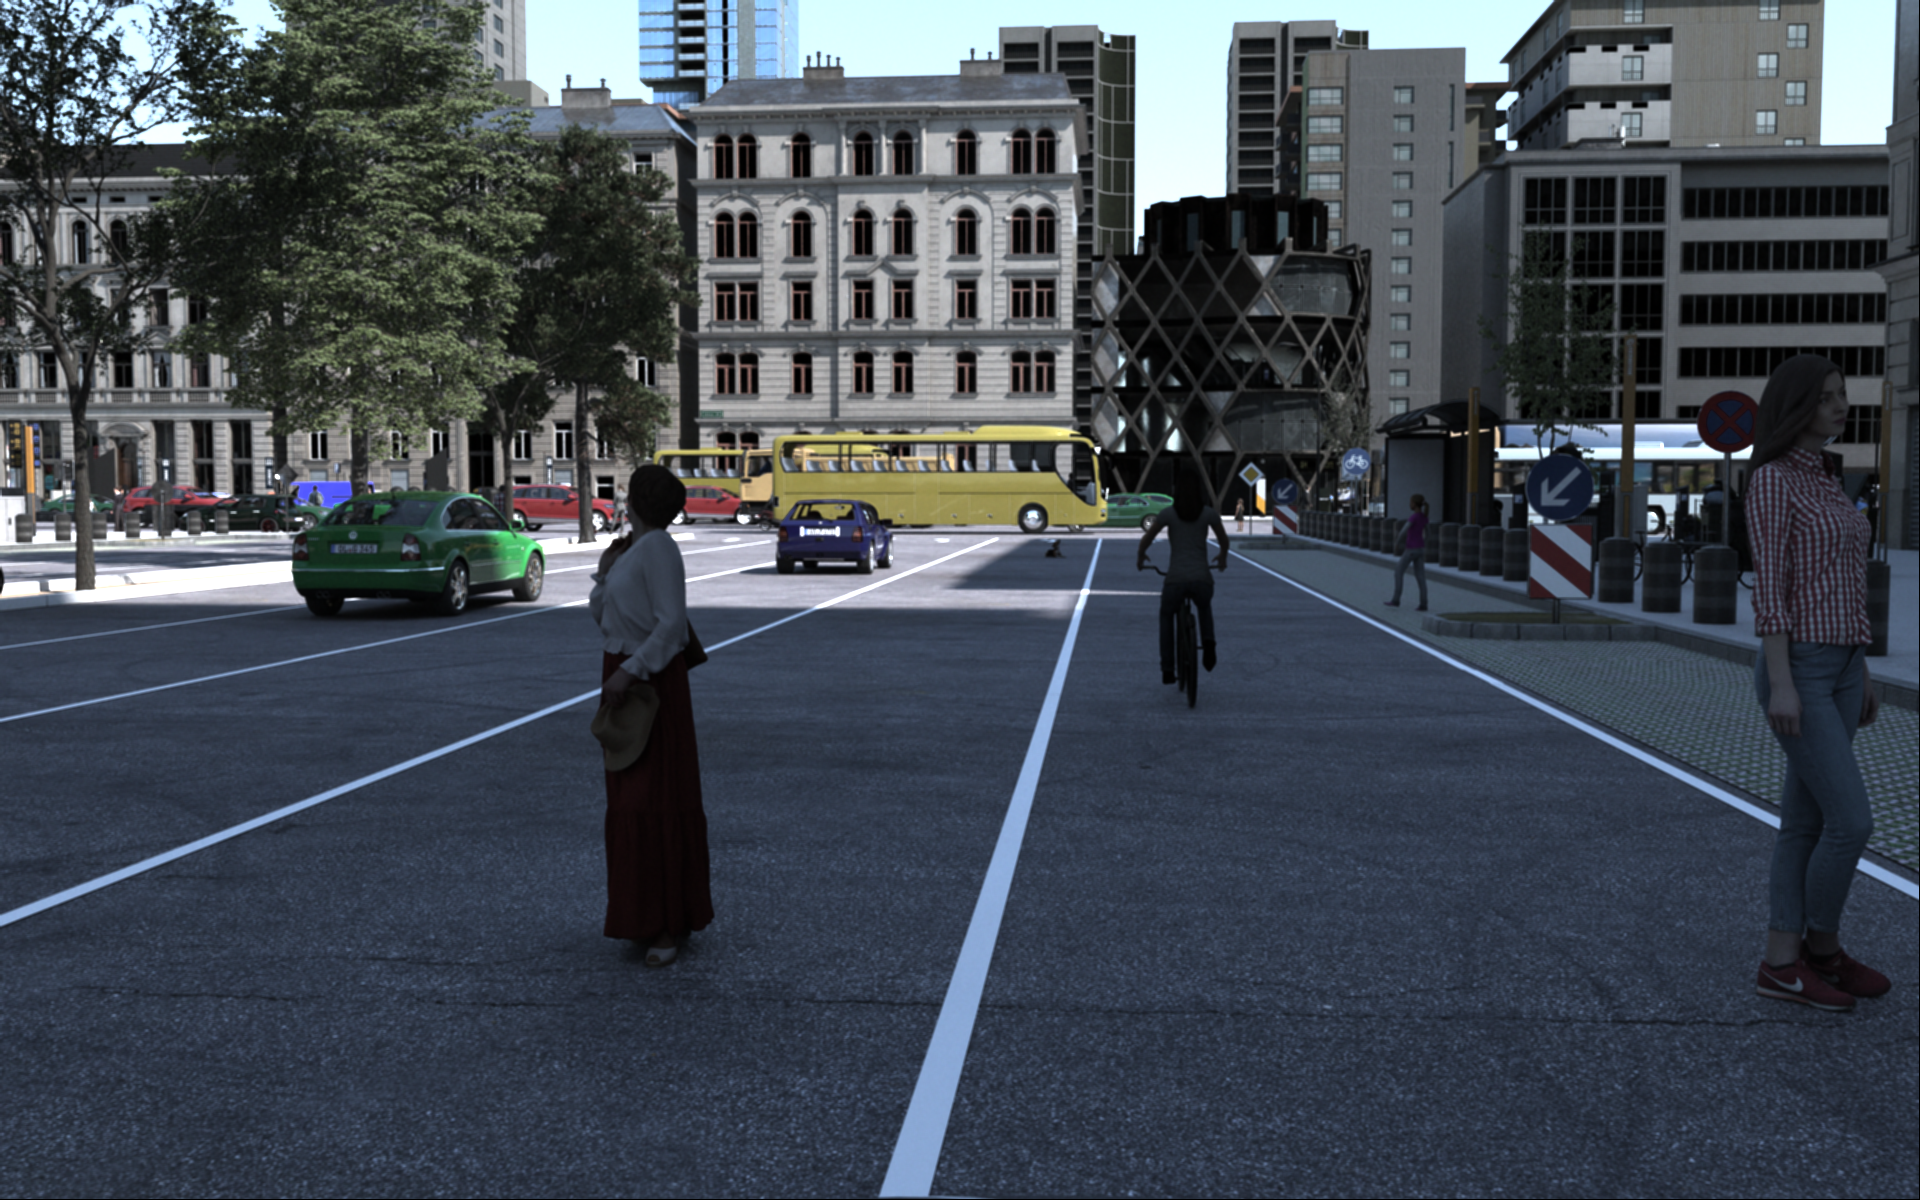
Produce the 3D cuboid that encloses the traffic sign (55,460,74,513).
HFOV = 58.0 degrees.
[{"bbox_3d":[-26.936,-3.056,52.102,0.606,2.300,0.079,0,4,7],"label":"traffic sign"}]

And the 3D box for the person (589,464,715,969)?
[{"bbox_3d":[-0.968,0.339,5.419,0.387,1.526,0.523,-1,4,-15],"label":"person"}]

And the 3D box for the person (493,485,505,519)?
[{"bbox_3d":[-14.481,-2.782,54.816,0.563,1.720,0.643,0,4,3],"label":"person"}]

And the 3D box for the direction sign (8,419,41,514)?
[{"bbox_3d":[-28.449,-3.715,52.735,0.379,3.537,0.876,3,5,42],"label":"direction sign"}]

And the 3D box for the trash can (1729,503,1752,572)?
[{"bbox_3d":[13.130,-1.049,28.812,0.748,1.137,0.748,0,3,0],"label":"trash can"}]

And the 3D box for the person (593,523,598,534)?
[{"bbox_3d":[-13.300,-3.118,62.020,0.480,1.512,0.613,3,5,42],"label":"person"}]

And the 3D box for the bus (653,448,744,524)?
[{"bbox_3d":[-8.647,-5.674,84.321,12.252,3.916,2.896,0,4,4],"label":"bus"}]

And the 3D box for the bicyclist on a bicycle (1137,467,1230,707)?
[{"bbox_3d":[1.580,-0.127,12.105,1.499,1.676,1.625,0,4,4],"label":"bicyclist on a bicycle"}]

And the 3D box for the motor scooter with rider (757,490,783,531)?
[{"bbox_3d":[-6.971,-3.599,67.810,1.986,1.779,0.876,0,4,4],"label":"motor scooter with rider"}]

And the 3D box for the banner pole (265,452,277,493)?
[{"bbox_3d":[-41.131,-6.947,103.592,0.863,3.779,0.401,0,4,-3],"label":"banner pole"}]

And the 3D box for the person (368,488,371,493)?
[{"bbox_3d":[-27.811,-4.406,81.481,0.436,1.711,0.756,-3,5,-40],"label":"person"}]

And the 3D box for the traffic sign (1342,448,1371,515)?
[{"bbox_3d":[10.881,-2.903,47.568,0.768,2.556,0.104,1,4,14],"label":"traffic sign"}]

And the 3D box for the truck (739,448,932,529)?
[{"bbox_3d":[-5.203,-4.720,73.098,9.791,3.379,3.469,0,4,5],"label":"truck"}]

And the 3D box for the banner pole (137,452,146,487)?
[{"bbox_3d":[-48.449,-6.886,102.610,0.863,3.779,0.401,2,4,27],"label":"banner pole"}]

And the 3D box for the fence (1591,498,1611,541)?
[{"bbox_3d":[14.452,-1.752,39.852,0.480,1.192,2.264,0,4,-7],"label":"fence"}]

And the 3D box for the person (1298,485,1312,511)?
[{"bbox_3d":[16.157,-4.427,80.655,0.755,1.850,0.659,0,4,-8],"label":"person"}]

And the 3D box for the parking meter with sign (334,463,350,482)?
[{"bbox_3d":[-34.580,-6.249,98.427,0.543,3.016,1.738,3,5,43],"label":"parking meter with sign"}]

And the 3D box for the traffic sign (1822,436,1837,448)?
[{"bbox_3d":[9.854,-1.228,20.184,0.768,2.556,0.104,0,4,8],"label":"traffic sign"}]

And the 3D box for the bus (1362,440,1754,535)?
[{"bbox_3d":[19.923,-3.932,59.150,13.247,3.499,2.948,0,4,6],"label":"bus"}]

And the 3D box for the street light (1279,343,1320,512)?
[{"bbox_3d":[10.467,-4.935,53.227,1.470,5.913,1.316,0,4,5],"label":"street light"}]

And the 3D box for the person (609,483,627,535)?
[{"bbox_3d":[-11.661,-3.070,58.965,0.573,1.790,0.520,2,4,34],"label":"person"}]

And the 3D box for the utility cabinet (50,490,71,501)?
[{"bbox_3d":[-53.264,-5.751,102.709,0.318,1.500,1.173,2,4,31],"label":"utility cabinet"}]

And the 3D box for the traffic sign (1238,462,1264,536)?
[{"bbox_3d":[8.991,-3.052,53.547,0.795,2.450,0.064,0,4,5],"label":"traffic sign"}]

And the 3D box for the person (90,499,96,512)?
[{"bbox_3d":[-42.478,-4.351,84.660,0.505,1.210,0.382,-1,4,-14],"label":"person"}]

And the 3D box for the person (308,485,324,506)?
[{"bbox_3d":[-28.665,-4.185,76.916,0.794,1.824,0.713,0,4,-7],"label":"person"}]

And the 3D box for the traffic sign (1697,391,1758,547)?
[{"bbox_3d":[9.508,-1.307,21.479,0.768,2.556,0.104,1,4,9],"label":"traffic sign"}]

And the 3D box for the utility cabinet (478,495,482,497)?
[{"bbox_3d":[-26.998,-5.178,95.822,1.020,1.237,0.306,0,4,-3],"label":"utility cabinet"}]

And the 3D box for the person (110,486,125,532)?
[{"bbox_3d":[-30.121,-3.219,61.938,0.445,1.727,0.742,-1,4,-22],"label":"person"}]

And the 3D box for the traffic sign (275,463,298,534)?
[{"bbox_3d":[-21.880,-3.220,56.295,0.795,2.450,0.064,0,4,5],"label":"traffic sign"}]

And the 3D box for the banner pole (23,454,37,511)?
[{"bbox_3d":[-51.346,-6.466,95.735,0.401,3.779,0.863,2,4,30],"label":"banner pole"}]

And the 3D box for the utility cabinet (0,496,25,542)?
[{"bbox_3d":[-25.628,-2.154,46.386,1.020,1.237,0.306,-1,4,-16],"label":"utility cabinet"}]

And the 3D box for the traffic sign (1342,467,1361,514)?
[{"bbox_3d":[12.032,-3.126,53.243,0.606,2.300,0.079,0,4,6],"label":"traffic sign"}]

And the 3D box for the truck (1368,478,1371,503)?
[{"bbox_3d":[22.922,-5.104,79.376,9.791,3.379,3.469,0,4,4],"label":"truck"}]

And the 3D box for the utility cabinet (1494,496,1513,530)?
[{"bbox_3d":[16.086,-2.468,51.517,1.020,1.237,0.306,-2,4,-35],"label":"utility cabinet"}]

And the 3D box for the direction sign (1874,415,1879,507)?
[{"bbox_3d":[26.623,-3.568,50.331,0.379,3.537,0.876,2,4,27],"label":"direction sign"}]

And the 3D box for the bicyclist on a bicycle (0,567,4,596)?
[{"bbox_3d":[-12.569,-0.718,21.763,1.499,1.676,1.625,0,4,7],"label":"bicyclist on a bicycle"}]

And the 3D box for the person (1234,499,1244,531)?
[{"bbox_3d":[10.697,-3.257,66.413,0.362,1.253,0.373,-3,4,-37],"label":"person"}]

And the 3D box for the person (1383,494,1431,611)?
[{"bbox_3d":[5.430,-0.577,21.165,0.726,1.435,0.776,-3,5,-42],"label":"person"}]

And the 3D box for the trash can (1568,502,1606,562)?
[{"bbox_3d":[11.285,-1.206,31.379,0.748,1.137,0.748,0,3,0],"label":"trash can"}]

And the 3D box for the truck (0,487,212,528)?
[{"bbox_3d":[-38.962,-5.098,73.108,18.799,4.110,2.967,0,4,5],"label":"truck"}]

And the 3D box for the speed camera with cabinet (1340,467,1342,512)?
[{"bbox_3d":[28.051,-8.054,126.018,2.038,3.252,0.660,-3,4,-39],"label":"speed camera with cabinet"}]

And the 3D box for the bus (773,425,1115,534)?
[{"bbox_3d":[-0.544,-4.361,62.854,12.252,3.916,2.896,0,4,4],"label":"bus"}]

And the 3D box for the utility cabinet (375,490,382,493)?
[{"bbox_3d":[-31.829,-5.198,93.667,0.318,1.500,1.173,3,5,40],"label":"utility cabinet"}]

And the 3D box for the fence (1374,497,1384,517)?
[{"bbox_3d":[13.930,-2.582,53.426,2.264,1.192,0.480,2,4,26],"label":"fence"}]

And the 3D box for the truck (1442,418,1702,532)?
[{"bbox_3d":[22.648,-4.689,65.576,11.283,4.237,2.839,0,4,6],"label":"truck"}]

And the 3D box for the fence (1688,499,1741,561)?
[{"bbox_3d":[14.569,-1.269,31.957,0.480,1.192,2.264,-3,5,-39],"label":"fence"}]

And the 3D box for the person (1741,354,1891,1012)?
[{"bbox_3d":[2.384,0.224,4.848,0.388,1.821,0.555,3,4,38],"label":"person"}]

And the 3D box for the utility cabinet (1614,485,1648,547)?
[{"bbox_3d":[16.044,-2.008,41.512,0.318,1.500,1.173,0,4,-5],"label":"utility cabinet"}]
